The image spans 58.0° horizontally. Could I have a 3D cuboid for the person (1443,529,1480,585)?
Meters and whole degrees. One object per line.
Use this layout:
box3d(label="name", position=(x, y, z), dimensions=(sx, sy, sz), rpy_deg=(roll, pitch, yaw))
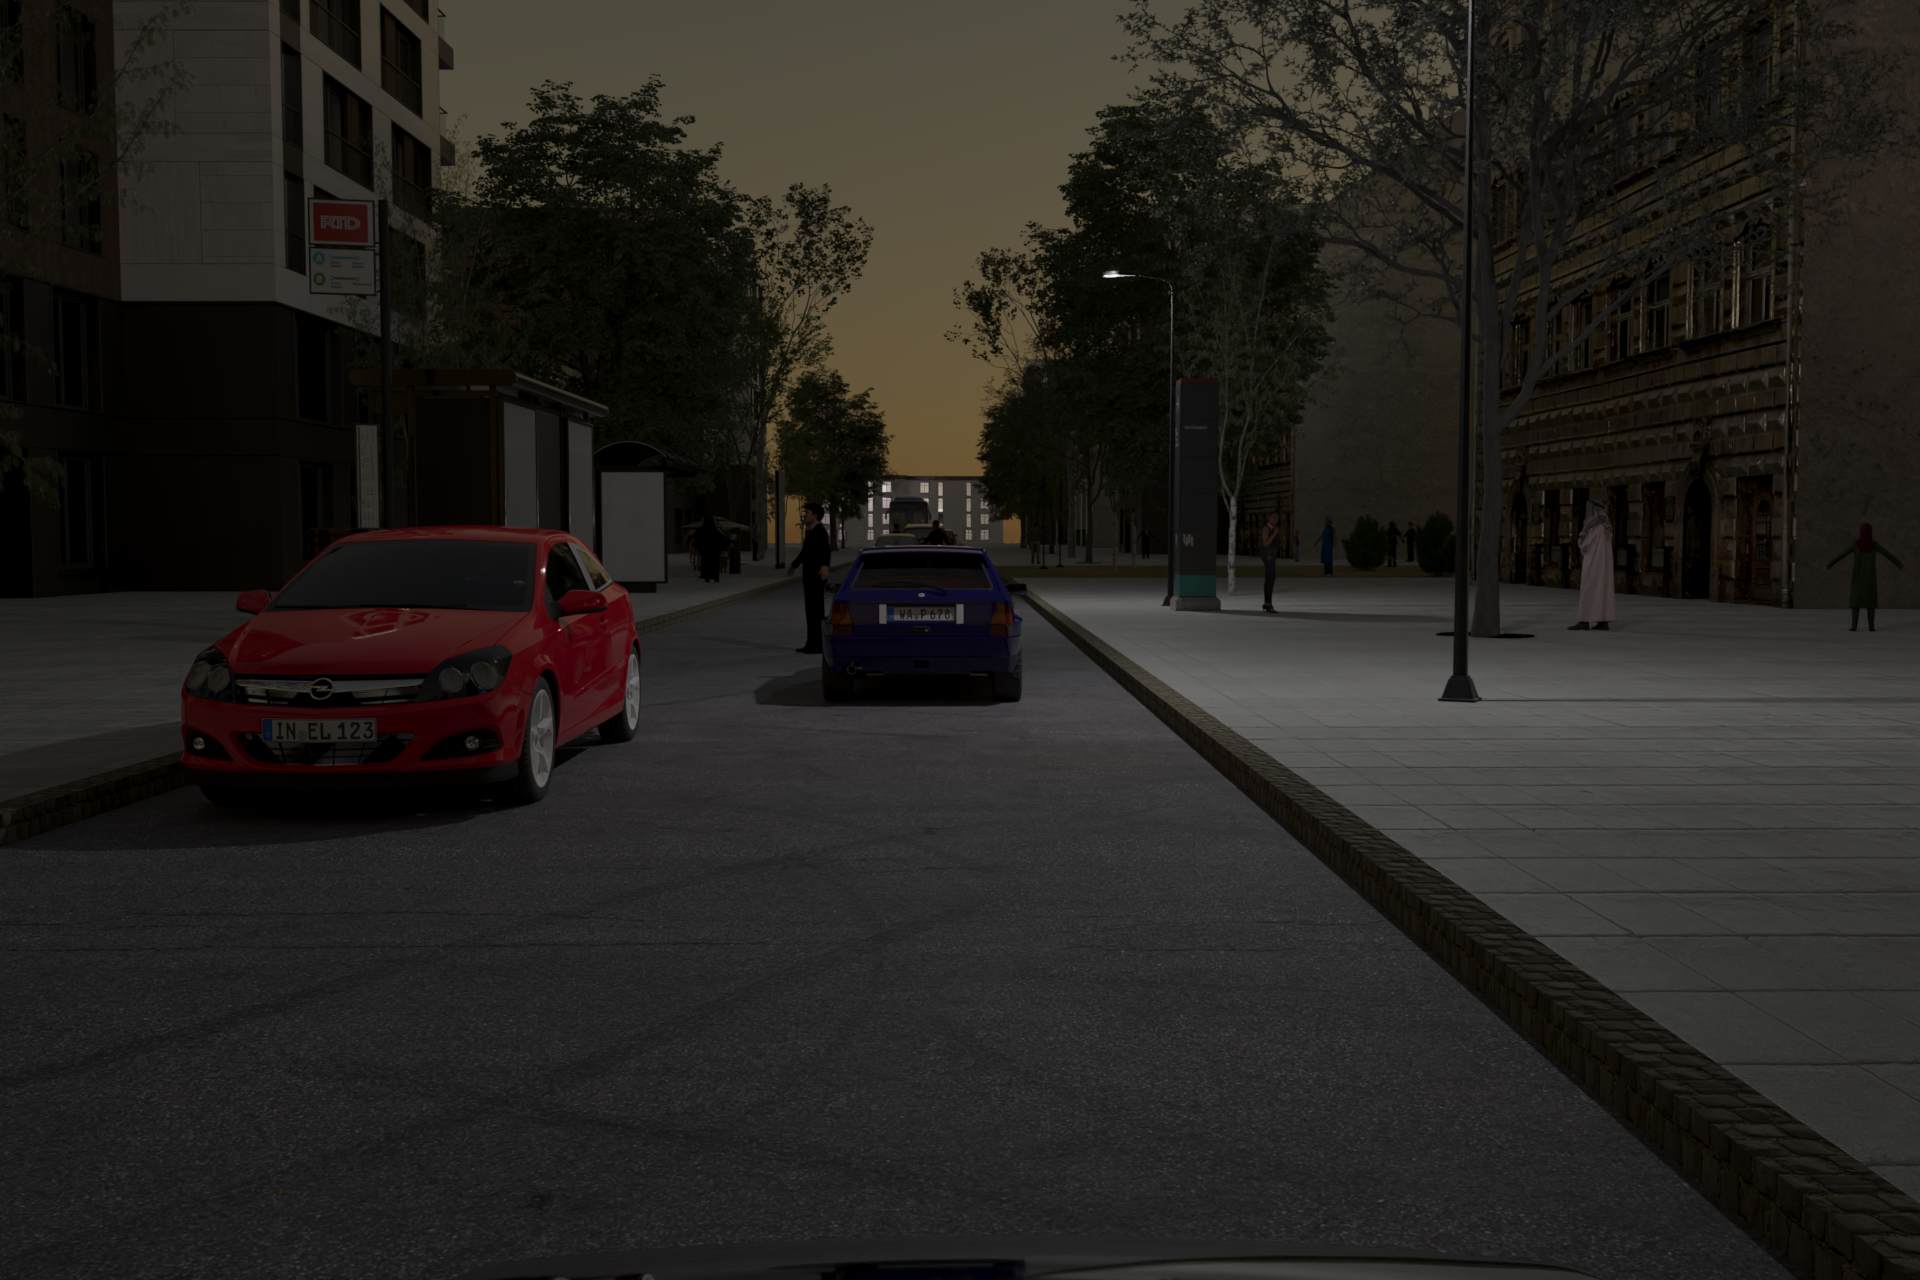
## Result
box3d(label="person", position=(12.739, -2.259, 43.710), dimensions=(1.217, 1.739, 0.721), rpy_deg=(3, 5, 43))

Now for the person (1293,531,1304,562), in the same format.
box3d(label="person", position=(15.567, -4.305, 79.649), dimensions=(0.599, 1.433, 0.991), rpy_deg=(-1, 4, -15))

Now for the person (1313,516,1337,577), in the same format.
box3d(label="person", position=(11.104, -2.830, 52.400), dimensions=(0.704, 1.817, 1.347), rpy_deg=(-1, 4, -16))

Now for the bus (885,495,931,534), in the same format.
box3d(label="bus", position=(-3.269, -7.498, 114.137), dimensions=(2.896, 3.916, 12.251), rpy_deg=(0, 4, 0))

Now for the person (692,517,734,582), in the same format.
box3d(label="person", position=(-6.595, -2.407, 46.145), dimensions=(1.214, 1.737, 0.721), rpy_deg=(1, 4, 17))

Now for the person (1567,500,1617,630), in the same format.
box3d(label="person", position=(8.464, -1.004, 23.120), dimensions=(0.621, 1.740, 0.551), rpy_deg=(2, 4, 25))

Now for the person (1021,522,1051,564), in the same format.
box3d(label="person", position=(3.260, -4.178, 74.580), dimensions=(1.348, 1.796, 0.705), rpy_deg=(1, 4, 12))

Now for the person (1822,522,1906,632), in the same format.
box3d(label="person", position=(11.945, -0.836, 22.885), dimensions=(0.989, 1.438, 0.599), rpy_deg=(2, 4, 23))

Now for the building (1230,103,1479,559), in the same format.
box3d(label="building", position=(25.879, -16.209, 95.945), dimensions=(19.493, 23.208, 18.063), rpy_deg=(0, 4, -1))

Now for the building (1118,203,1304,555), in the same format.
box3d(label="building", position=(25.032, -17.103, 123.602), dimensions=(27.936, 21.610, 32.646), rpy_deg=(0, 4, -1))

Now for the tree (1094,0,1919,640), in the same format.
box3d(label="tree", position=(6.705, -6.776, 21.163), dimensions=(12.009, 13.543, 11.850), rpy_deg=(0, 3, 0))

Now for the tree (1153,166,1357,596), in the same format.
box3d(label="tree", position=(5.447, -5.211, 35.560), dimensions=(4.360, 8.622, 3.978), rpy_deg=(0, 3, 0))

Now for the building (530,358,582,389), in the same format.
box3d(label="building", position=(-24.220, -9.238, 93.181), dimensions=(9.099, 9.664, 28.070), rpy_deg=(0, 4, 0))

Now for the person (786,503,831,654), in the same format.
box3d(label="person", position=(-1.779, -0.746, 20.838), dimensions=(0.705, 1.806, 1.347), rpy_deg=(-2, 4, -23))

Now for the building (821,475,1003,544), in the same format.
box3d(label="building", position=(-7.752, -18.437, 246.040), dimensions=(28.070, 9.664, 9.099), rpy_deg=(0, 4, -3))

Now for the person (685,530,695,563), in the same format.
box3d(label="person", position=(-11.582, -4.201, 75.496), dimensions=(1.217, 1.733, 0.721), rpy_deg=(3, 5, 39))

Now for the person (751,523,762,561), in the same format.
box3d(label="person", position=(-9.701, -4.658, 82.292), dimensions=(0.705, 1.813, 1.348), rpy_deg=(1, 4, 10))

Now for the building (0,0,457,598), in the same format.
box3d(label="building", position=(-28.978, -11.724, 35.659), dimensions=(27.936, 21.610, 32.646), rpy_deg=(0, 3, 0))

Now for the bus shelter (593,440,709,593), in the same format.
box3d(label="bus shelter", position=(-7.177, -2.824, 40.097), dimensions=(2.014, 3.302, 5.546), rpy_deg=(0, 4, -1))

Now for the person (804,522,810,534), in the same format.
box3d(label="person", position=(-5.347, -3.390, 61.898), dimensions=(0.721, 1.772, 1.216), rpy_deg=(0, 4, -7))

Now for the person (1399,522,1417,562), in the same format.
box3d(label="person", position=(20.651, -4.499, 79.498), dimensions=(0.705, 1.837, 1.347), rpy_deg=(-1, 4, -22))

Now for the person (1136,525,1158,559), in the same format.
box3d(label="person", position=(9.620, -5.045, 89.204), dimensions=(1.216, 1.740, 0.721), rpy_deg=(-1, 4, -22))

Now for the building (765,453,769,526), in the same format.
box3d(label="building", position=(-24.617, -14.665, 181.916), dimensions=(9.099, 9.664, 28.070), rpy_deg=(0, 4, -1))

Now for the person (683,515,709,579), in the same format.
box3d(label="person", position=(-7.322, -2.682, 49.919), dimensions=(1.348, 1.821, 0.705), rpy_deg=(-2, 4, -30))

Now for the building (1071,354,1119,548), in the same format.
box3d(label="building", position=(20.864, -19.089, 178.560), dimensions=(16.747, 18.905, 31.486), rpy_deg=(0, 4, 0))

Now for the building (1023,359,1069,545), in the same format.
box3d(label="building", position=(21.772, -22.927, 218.823), dimensions=(27.936, 21.610, 32.646), rpy_deg=(0, 3, 0))

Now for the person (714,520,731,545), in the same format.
box3d(label="person", position=(-8.855, -3.430, 61.937), dimensions=(1.347, 1.847, 0.705), rpy_deg=(-1, 4, -16))

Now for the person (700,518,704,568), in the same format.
box3d(label="person", position=(-7.739, -2.871, 52.903), dimensions=(1.349, 1.833, 0.705), rpy_deg=(3, 5, 42))

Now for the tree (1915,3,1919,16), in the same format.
box3d(label="tree", position=(6.553, -4.964, 6.921), dimensions=(9.928, 11.665, 9.643), rpy_deg=(0, 3, 0))

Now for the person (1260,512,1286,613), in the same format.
box3d(label="person", position=(5.108, -1.265, 28.195), dimensions=(0.415, 1.643, 0.593), rpy_deg=(-1, 4, -19))

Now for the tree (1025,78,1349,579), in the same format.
box3d(label="tree", position=(6.311, -8.683, 48.627), dimensions=(9.857, 13.997, 8.962), rpy_deg=(0, 3, 0))

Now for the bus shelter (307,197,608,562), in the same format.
box3d(label="bus shelter", position=(-6.705, -2.803, 23.464), dimensions=(2.179, 5.291, 8.768), rpy_deg=(0, 4, 0))

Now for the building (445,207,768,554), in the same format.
box3d(label="building", position=(-29.332, -17.184, 124.929), dimensions=(27.936, 21.610, 32.646), rpy_deg=(0, 4, -1))

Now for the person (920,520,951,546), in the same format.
box3d(label="person", position=(-0.653, -2.266, 45.738), dimensions=(1.346, 1.802, 0.704), rpy_deg=(-3, 5, -43))

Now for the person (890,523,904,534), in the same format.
box3d(label="person", position=(-2.251, -3.220, 61.241), dimensions=(1.346, 1.812, 0.704), rpy_deg=(-1, 4, -16))

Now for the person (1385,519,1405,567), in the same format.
box3d(label="person", position=(16.640, -3.730, 66.761), dimensions=(0.705, 1.856, 1.354), rpy_deg=(-3, 4, -36))

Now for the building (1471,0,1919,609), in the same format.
box3d(label="building", position=(23.362, -12.661, 37.941), dimensions=(19.493, 23.208, 18.063), rpy_deg=(0, 4, 0))
